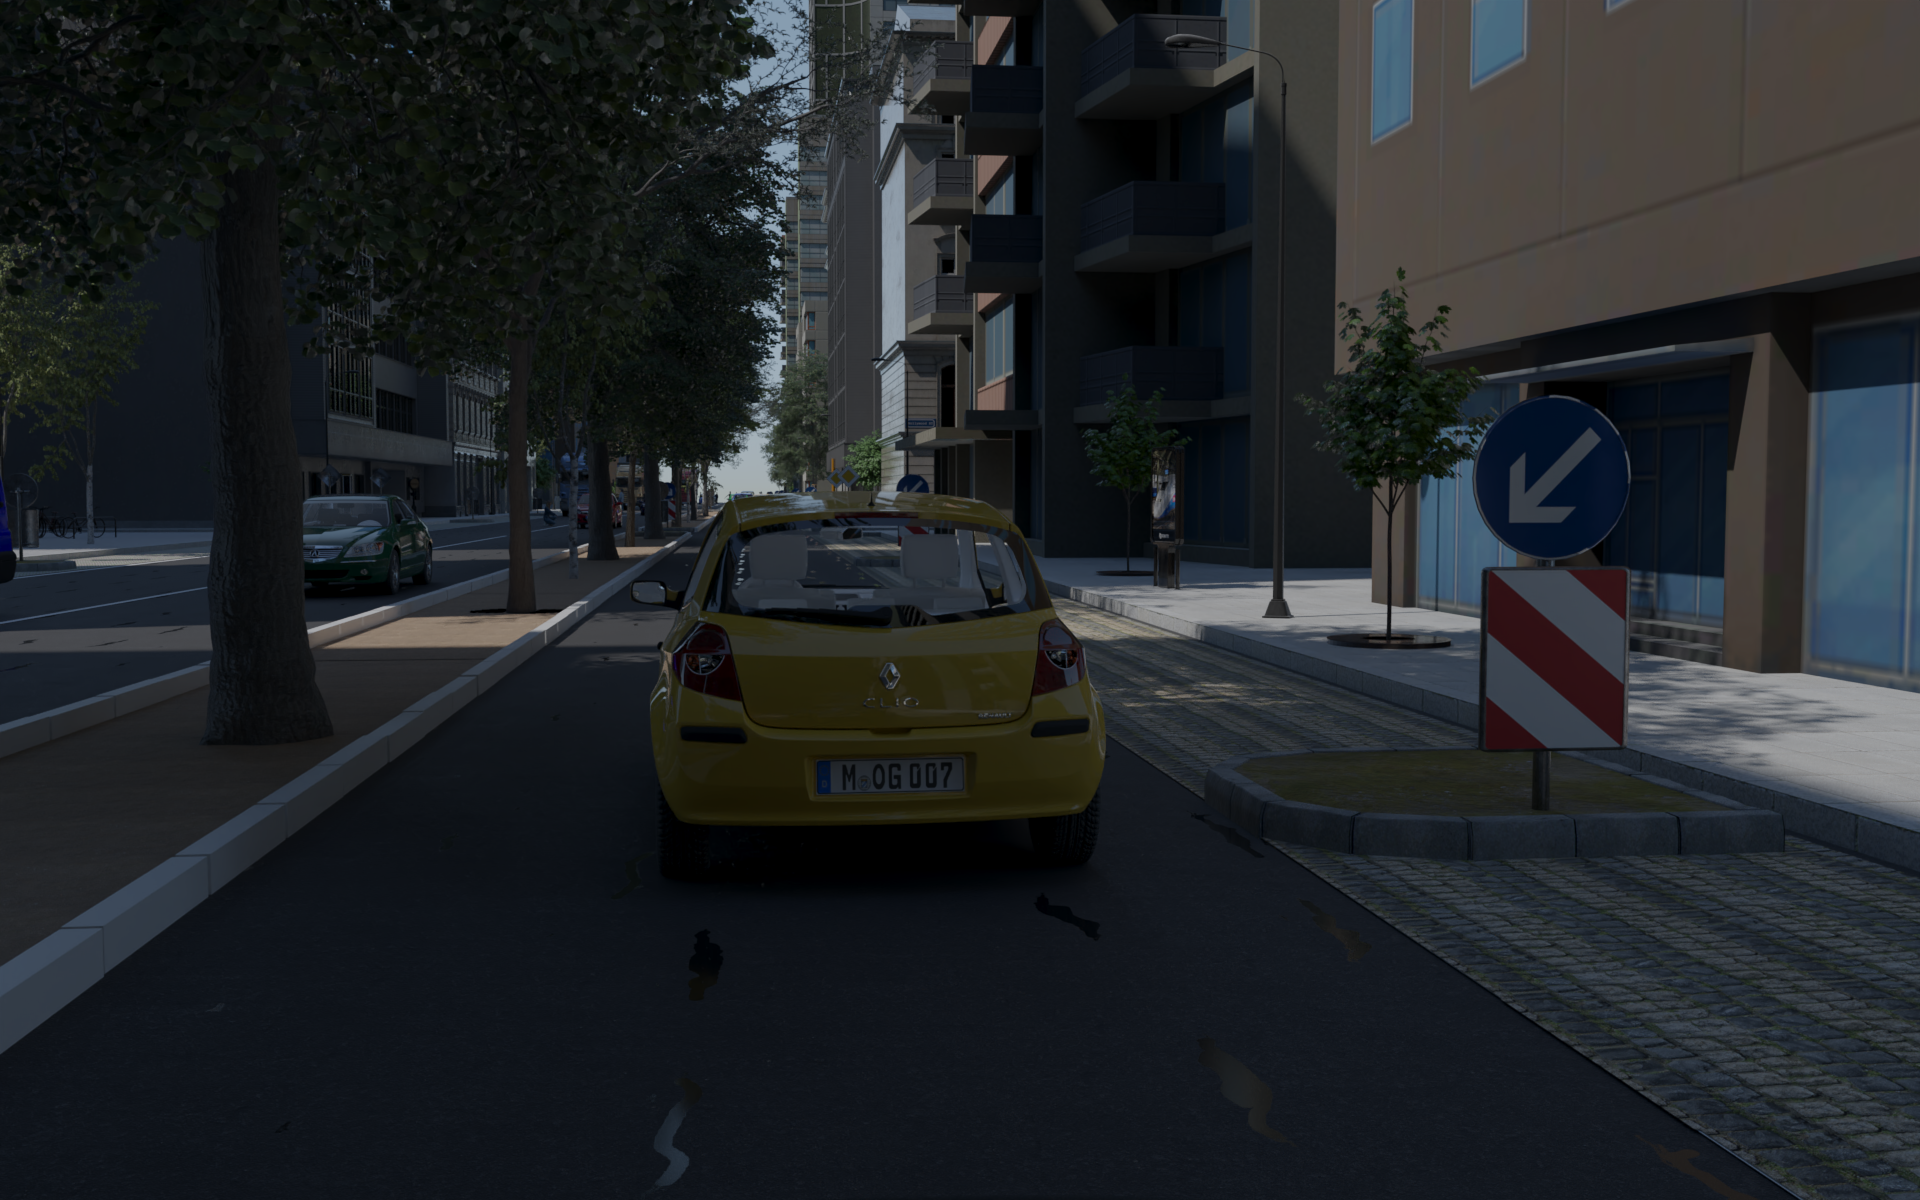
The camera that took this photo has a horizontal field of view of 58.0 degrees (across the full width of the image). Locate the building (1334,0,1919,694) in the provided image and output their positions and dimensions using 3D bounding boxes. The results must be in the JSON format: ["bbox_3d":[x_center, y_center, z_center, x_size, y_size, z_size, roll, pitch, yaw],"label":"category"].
[{"bbox_3d":[12.182,-22.211,13.268,14.600,45.320,14.200,0,4,-7],"label":"building"}]

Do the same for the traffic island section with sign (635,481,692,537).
[{"bbox_3d":[-10.236,-3.094,58.728,2.006,1.907,1.989,0,4,-7],"label":"traffic island section with sign"}]

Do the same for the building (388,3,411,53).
[{"bbox_3d":[-51.140,-53.686,190.430,22.319,86.520,31.000,0,4,-7],"label":"building"}]

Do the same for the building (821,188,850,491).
[{"bbox_3d":[-3.073,-21.002,130.778,14.401,28.519,23.554,0,4,-7],"label":"building"}]

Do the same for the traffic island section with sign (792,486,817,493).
[{"bbox_3d":[-7.853,-4.964,89.784,1.989,1.847,2.006,0,4,-7],"label":"traffic island section with sign"}]

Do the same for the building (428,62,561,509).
[{"bbox_3d":[-50.837,-27.975,149.272,32.217,40.220,23.993,0,4,-7],"label":"building"}]

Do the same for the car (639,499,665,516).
[{"bbox_3d":[-20.649,-6.386,116.985,1.945,1.354,3.894,0,4,-8],"label":"car"}]

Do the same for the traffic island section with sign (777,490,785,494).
[{"bbox_3d":[-11.136,-6.607,116.648,1.989,1.847,2.006,0,4,-7],"label":"traffic island section with sign"}]

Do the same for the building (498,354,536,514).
[{"bbox_3d":[-35.848,-16.230,120.115,10.420,20.320,16.860,0,4,-7],"label":"building"}]

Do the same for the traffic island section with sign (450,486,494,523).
[{"bbox_3d":[-24.450,-4.786,86.874,1.989,1.847,2.006,0,4,-7],"label":"traffic island section with sign"}]

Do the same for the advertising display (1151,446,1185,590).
[{"bbox_3d":[2.823,-1.125,23.614,0.123,1.923,0.974,-1,4,-14],"label":"advertising display"}]

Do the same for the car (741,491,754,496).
[{"bbox_3d":[-24.695,-11.776,201.209,2.281,1.827,5.304,0,4,-8],"label":"car"}]

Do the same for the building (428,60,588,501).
[{"bbox_3d":[-44.269,-31.771,169.568,14.600,45.320,14.200,0,4,-7],"label":"building"}]

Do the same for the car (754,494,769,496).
[{"bbox_3d":[-13.356,-6.536,117.089,2.015,1.641,3.980,0,4,-6],"label":"car"}]

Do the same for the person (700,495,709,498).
[{"bbox_3d":[-27.593,-10.896,187.373,1.217,1.736,0.721,-1,4,-8],"label":"person"}]

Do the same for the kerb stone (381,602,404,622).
[{"bbox_3d":[-6.496,0.156,19.646,0.120,0.150,1.000,0,4,-7],"label":"kerb stone"}]

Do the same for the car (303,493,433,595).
[{"bbox_3d":[-9.146,-0.871,26.044,2.131,1.459,4.920,0,4,-8],"label":"car"}]

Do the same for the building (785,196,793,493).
[{"bbox_3d":[-17.165,-34.073,240.681,14.154,41.232,14.086,0,4,-7],"label":"building"}]

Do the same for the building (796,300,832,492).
[{"bbox_3d":[-1.827,-19.913,170.623,27.650,21.520,28.899,0,4,-7],"label":"building"}]

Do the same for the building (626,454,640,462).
[{"bbox_3d":[-57.871,-36.380,249.435,22.147,44.769,28.867,0,4,-7],"label":"building"}]

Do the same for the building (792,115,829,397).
[{"bbox_3d":[-10.755,-31.006,190.545,14.154,41.232,14.086,0,4,-7],"label":"building"}]

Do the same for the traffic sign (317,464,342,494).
[{"bbox_3d":[-20.783,-3.272,57.146,0.795,2.450,0.064,0,4,-7],"label":"traffic sign"}]

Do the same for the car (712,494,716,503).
[{"bbox_3d":[-38.753,-15.788,269.923,2.131,1.459,4.920,0,4,-6],"label":"car"}]

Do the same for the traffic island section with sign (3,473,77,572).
[{"bbox_3d":[-17.799,-1.457,32.446,1.989,1.847,2.006,0,4,-7],"label":"traffic island section with sign"}]

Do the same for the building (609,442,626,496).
[{"bbox_3d":[-51.714,-35.367,228.367,14.600,45.320,14.200,0,4,-7],"label":"building"}]

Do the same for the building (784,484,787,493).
[{"bbox_3d":[-10.476,-34.788,260.671,32.217,40.220,23.993,0,4,-7],"label":"building"}]

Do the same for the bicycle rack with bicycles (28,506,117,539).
[{"bbox_3d":[-26.216,-2.269,50.478,2.852,0.926,2.925,1,4,13],"label":"bicycle rack with bicycles"}]

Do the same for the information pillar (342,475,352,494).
[{"bbox_3d":[-23.366,-3.768,66.096,0.304,2.012,0.304,-1,4,-10],"label":"information pillar"}]

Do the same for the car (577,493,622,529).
[{"bbox_3d":[-15.302,-3.920,73.124,2.155,1.783,4.494,0,4,-6],"label":"car"}]

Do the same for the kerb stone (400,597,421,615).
[{"bbox_3d":[-6.618,0.094,20.664,0.120,0.150,1.000,0,4,-7],"label":"kerb stone"}]

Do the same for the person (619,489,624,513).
[{"bbox_3d":[-25.546,-7.464,130.795,0.793,1.790,0.793,-1,4,-19],"label":"person"}]

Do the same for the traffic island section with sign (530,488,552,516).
[{"bbox_3d":[-27.737,-6.431,113.781,1.989,1.847,2.006,0,4,-7],"label":"traffic island section with sign"}]

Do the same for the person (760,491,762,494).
[{"bbox_3d":[-22.512,-11.400,195.615,0.721,1.736,1.217,3,5,42],"label":"person"}]

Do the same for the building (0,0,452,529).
[{"bbox_3d":[-32.871,-15.861,78.388,14.314,24.678,30.058,0,4,-7],"label":"building"}]

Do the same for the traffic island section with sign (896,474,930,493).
[{"bbox_3d":[-1.120,-1.595,34.710,1.989,1.847,2.006,0,4,-7],"label":"traffic island section with sign"}]

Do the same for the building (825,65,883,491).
[{"bbox_3d":[-0.682,-19.185,107.176,14.314,27.812,24.014,0,4,-7],"label":"building"}]

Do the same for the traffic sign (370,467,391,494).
[{"bbox_3d":[-21.752,-3.757,65.073,0.795,2.450,0.064,0,4,-7],"label":"traffic sign"}]

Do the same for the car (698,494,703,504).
[{"bbox_3d":[-36.319,-14.490,246.508,1.945,1.707,3.694,0,4,-7],"label":"car"}]

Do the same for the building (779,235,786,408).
[{"bbox_3d":[-18.570,-38.624,286.122,22.147,44.769,28.867,0,4,-7],"label":"building"}]

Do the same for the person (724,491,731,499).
[{"bbox_3d":[-24.274,-10.614,182.754,1.217,1.735,0.721,1,4,12],"label":"person"}]

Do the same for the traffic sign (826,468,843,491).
[{"bbox_3d":[-4.781,-3.882,67.119,0.795,2.450,0.064,0,4,-7],"label":"traffic sign"}]

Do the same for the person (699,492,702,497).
[{"bbox_3d":[-40.482,-15.938,269.602,0.721,1.766,1.217,0,4,-5],"label":"person"}]

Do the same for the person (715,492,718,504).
[{"bbox_3d":[-35.601,-14.931,253.532,0.541,1.710,0.530,-2,4,-28],"label":"person"}]

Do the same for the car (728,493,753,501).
[{"bbox_3d":[-13.869,-6.192,110.829,1.945,1.707,3.694,0,4,-8],"label":"car"}]

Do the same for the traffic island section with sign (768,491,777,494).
[{"bbox_3d":[-17.141,-9.612,165.790,1.989,1.847,2.006,0,4,-7],"label":"traffic island section with sign"}]

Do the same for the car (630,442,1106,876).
[{"bbox_3d":[-0.526,0.135,8.017,2.015,1.641,3.980,-1,4,-8],"label":"car"}]

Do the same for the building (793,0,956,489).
[{"bbox_3d":[-9.611,-47.031,207.214,20.563,71.187,20.611,0,4,-7],"label":"building"}]

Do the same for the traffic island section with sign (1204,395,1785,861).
[{"bbox_3d":[2.175,0.057,7.700,1.989,1.847,2.006,0,4,-7],"label":"traffic island section with sign"}]

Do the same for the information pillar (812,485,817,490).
[{"bbox_3d":[-11.161,-7.853,132.882,0.304,2.012,0.304,-3,5,-42],"label":"information pillar"}]

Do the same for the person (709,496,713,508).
[{"bbox_3d":[-25.912,-10.490,180.026,0.705,1.821,1.348,0,4,4],"label":"person"}]

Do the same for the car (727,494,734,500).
[{"bbox_3d":[-17.152,-7.687,134.476,1.959,1.807,4.718,0,4,-6],"label":"car"}]

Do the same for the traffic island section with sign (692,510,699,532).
[{"bbox_3d":[-11.125,-3.544,66.082,2.006,1.907,1.989,0,4,-7],"label":"traffic island section with sign"}]

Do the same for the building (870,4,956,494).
[{"bbox_3d":[13.882,-15.734,76.342,34.723,24.649,14.460,0,4,-7],"label":"building"}]

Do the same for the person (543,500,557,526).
[{"bbox_3d":[-18.354,-3.905,77.845,0.738,1.151,1.012,0,4,-3],"label":"person"}]

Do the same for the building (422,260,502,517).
[{"bbox_3d":[-33.386,-15.510,102.734,9.793,20.994,18.267,0,4,-7],"label":"building"}]

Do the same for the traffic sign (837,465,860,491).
[{"bbox_3d":[-3.812,-3.398,59.192,0.795,2.450,0.064,0,4,-7],"label":"traffic sign"}]

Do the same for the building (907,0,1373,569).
[{"bbox_3d":[10.232,-23.738,42.745,22.147,44.769,28.867,0,4,-7],"label":"building"}]

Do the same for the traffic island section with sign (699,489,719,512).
[{"bbox_3d":[-20.251,-8.106,140.666,2.006,1.907,1.989,0,4,-7],"label":"traffic island section with sign"}]
